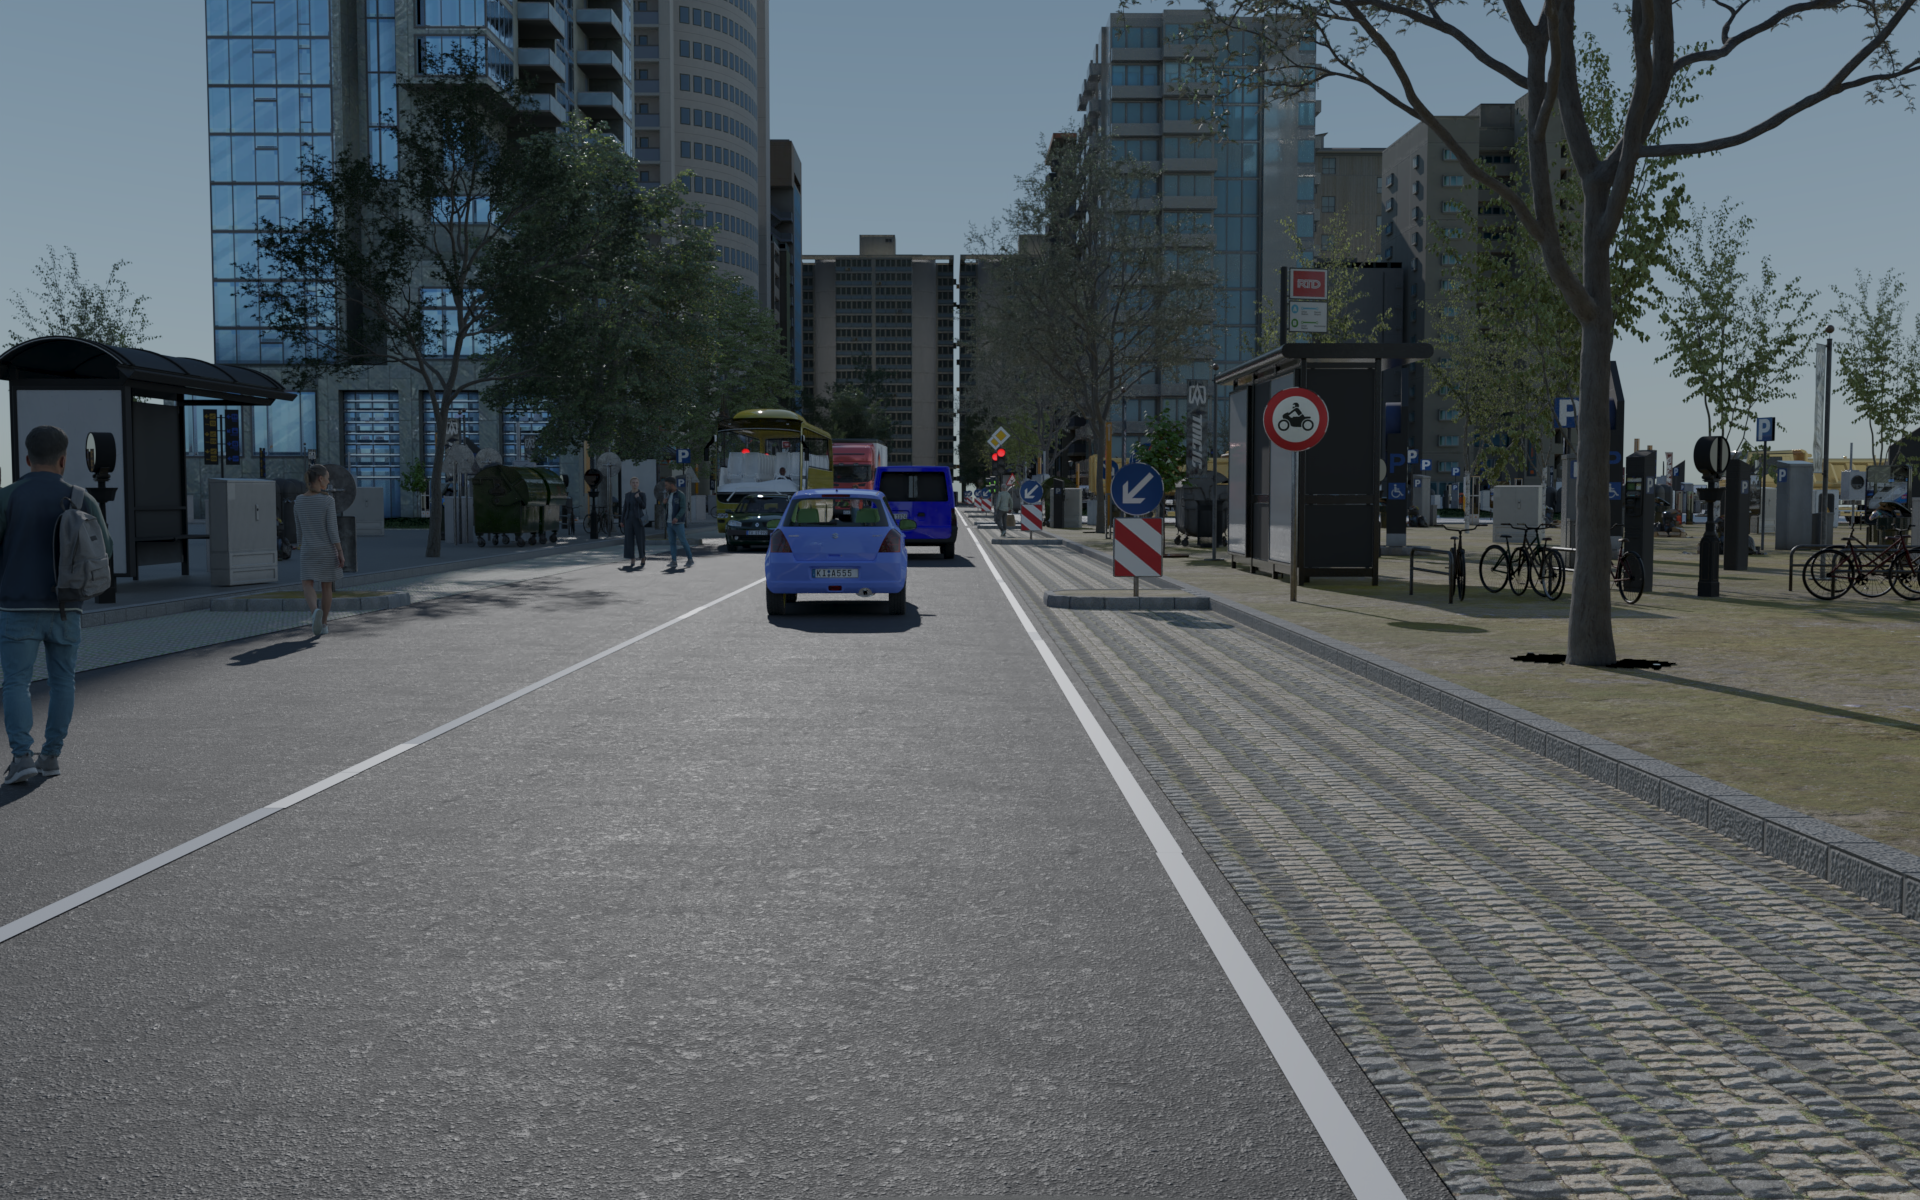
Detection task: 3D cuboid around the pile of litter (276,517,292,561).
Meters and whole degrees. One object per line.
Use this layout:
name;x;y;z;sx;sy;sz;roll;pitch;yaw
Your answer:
pile of litter;-13.521;-1.189;33.401;1.176;0.858;1.719;0;4;7

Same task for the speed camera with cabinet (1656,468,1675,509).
speed camera with cabinet;35.088;-5.614;86.118;0.660;3.252;2.038;2;4;32

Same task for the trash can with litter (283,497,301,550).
trash can with litter;-15.776;-1.767;39.946;1.678;1.210;2.233;2;4;34

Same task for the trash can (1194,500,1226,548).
trash can;5.969;-1.816;41.353;0.748;1.137;0.748;0;3;0

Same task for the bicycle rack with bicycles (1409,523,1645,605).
bicycle rack with bicycles;6.749;-0.482;21.256;2.852;0.926;2.925;0;4;1

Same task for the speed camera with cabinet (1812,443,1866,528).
speed camera with cabinet;33.568;-4.403;66.332;2.038;3.252;0.660;0;4;-6

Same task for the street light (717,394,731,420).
street light;-10.851;-6.541;79.739;0.468;5.910;1.993;0;4;0

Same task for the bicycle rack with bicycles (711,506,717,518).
bicycle rack with bicycles;-11.782;-4.801;91.877;2.925;0.926;2.852;0;4;0

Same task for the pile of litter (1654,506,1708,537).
pile of litter;21.011;-2.286;51.342;1.176;0.858;1.719;-3;5;-40

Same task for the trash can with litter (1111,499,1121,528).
trash can with litter;6.077;-3.358;66.286;0.624;1.170;1.055;-2;4;-31

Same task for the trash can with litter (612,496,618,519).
trash can with litter;-18.045;-4.859;90.835;0.624;1.170;1.055;-2;4;-34

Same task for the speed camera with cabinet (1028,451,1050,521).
speed camera with cabinet;4.179;-5.275;80.575;0.660;3.252;2.038;3;5;40

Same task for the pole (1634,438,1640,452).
pole;24.809;-4.264;63.563;0.158;3.312;0.155;0;3;0

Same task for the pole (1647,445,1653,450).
pole;28.771;-4.800;72.322;0.158;3.312;0.155;0;3;0

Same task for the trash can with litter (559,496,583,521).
trash can with litter;-19.014;-4.358;82.303;2.233;1.210;1.678;0;4;6

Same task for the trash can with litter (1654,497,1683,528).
trash can with litter;25.837;-3.175;63.297;1.055;1.170;0.624;0;4;-7

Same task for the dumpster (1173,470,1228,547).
dumpster;5.997;-2.271;42.894;1.264;1.857;1.865;0;4;0

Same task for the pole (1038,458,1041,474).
pole;4.434;-6.292;96.716;0.158;3.312;0.155;0;3;0

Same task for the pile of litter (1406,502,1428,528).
pile of litter;17.302;-3.230;66.780;1.719;0.858;1.176;0;4;-6

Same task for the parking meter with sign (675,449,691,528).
parking meter with sign;-10.650;-4.279;66.222;0.543;3.016;1.738;0;4;-3

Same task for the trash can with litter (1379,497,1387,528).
trash can with litter;16.023;-3.258;64.650;1.055;1.170;0.624;-3;5;-43

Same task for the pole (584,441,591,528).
pole;-14.040;-4.368;65.252;0.158;3.312;0.155;0;3;0

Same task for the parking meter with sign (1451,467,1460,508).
parking meter with sign;32.114;-7.102;112.378;0.543;3.016;1.738;1;4;19

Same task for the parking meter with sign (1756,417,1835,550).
parking meter with sign;19.092;-2.647;39.545;1.738;3.016;0.543;-1;4;-12

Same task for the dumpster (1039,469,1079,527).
dumpster;3.822;-3.980;67.573;1.502;2.255;1.985;0;4;0

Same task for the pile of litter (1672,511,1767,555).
pile of litter;16.262;-1.405;36.935;1.719;0.858;1.176;2;4;31

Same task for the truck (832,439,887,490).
truck;-5.358;-6.185;90.037;2.839;4.237;11.283;0;4;1

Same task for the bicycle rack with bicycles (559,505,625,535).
bicycle rack with bicycles;-11.719;-2.560;55.238;2.852;0.926;2.925;-2;4;-25

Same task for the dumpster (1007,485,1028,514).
dumpster;3.675;-6.474;111.614;1.264;1.857;1.865;0;4;0

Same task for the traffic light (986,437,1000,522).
traffic light;1.613;-5.546;79.606;0.839;4.253;0.868;0;4;0

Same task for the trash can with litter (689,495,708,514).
trash can with litter;-18.963;-7.045;126.241;2.233;1.210;1.678;-3;5;-43

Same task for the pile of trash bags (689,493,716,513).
pile of trash bags;-17.312;-6.675;118.889;1.912;1.369;3.447;-3;4;-36

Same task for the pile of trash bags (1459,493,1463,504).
pile of trash bags;42.111;-7.992;140.418;3.447;1.369;1.912;0;4;5

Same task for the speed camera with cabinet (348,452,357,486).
speed camera with cabinet;-29.186;-5.284;80.735;2.038;3.252;0.660;-1;4;-16

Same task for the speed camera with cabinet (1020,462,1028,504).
speed camera with cabinet;4.656;-6.717;104.155;2.038;3.252;0.660;1;4;16

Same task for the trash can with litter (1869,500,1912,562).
trash can with litter;17.800;-1.304;32.711;1.055;1.170;0.624;-1;4;-16

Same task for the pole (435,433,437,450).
pole;-17.328;-3.896;57.547;0.158;3.312;0.155;0;3;0

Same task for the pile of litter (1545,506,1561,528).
pile of litter;22.526;-3.158;65.595;1.176;0.858;1.719;3;4;36

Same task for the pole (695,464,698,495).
pole;-15.110;-6.452;99.328;0.158;3.312;0.155;0;3;0

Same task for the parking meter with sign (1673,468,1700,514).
parking meter with sign;47.938;-7.210;114.151;1.738;3.016;0.543;-1;4;-12

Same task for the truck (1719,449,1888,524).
truck;37.716;-4.905;76.119;9.791;3.379;3.469;0;3;0

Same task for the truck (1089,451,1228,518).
truck;10.546;-4.852;75.255;9.791;3.379;3.469;0;4;2

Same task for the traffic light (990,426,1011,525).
traffic light;1.674;-5.058;71.621;0.839;4.253;0.868;0;4;0

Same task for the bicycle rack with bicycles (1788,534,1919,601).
bicycle rack with bicycles;11.802;-0.506;21.653;2.925;0.926;2.852;1;4;11

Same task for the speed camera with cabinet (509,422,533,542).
speed camera with cabinet;-11.841;-3.219;46.965;0.660;3.252;2.038;-1;4;-9

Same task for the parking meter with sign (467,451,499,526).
parking meter with sign;-19.602;-4.518;70.134;1.738;3.016;0.543;-2;4;-31

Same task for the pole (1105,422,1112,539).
pole;4.227;-3.393;49.311;0.158;3.312;0.155;0;3;0

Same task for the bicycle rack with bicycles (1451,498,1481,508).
bicycle rack with bicycles;42.625;-8.238;148.070;2.852;0.926;2.925;3;4;38

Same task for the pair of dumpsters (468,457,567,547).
pair of dumpsters;-11.117;-2.514;43.590;1.574;2.255;4.437;0;4;0

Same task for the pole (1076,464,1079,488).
pole;7.880;-7.470;115.970;0.158;3.312;0.155;0;3;0

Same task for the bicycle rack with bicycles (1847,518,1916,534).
bicycle rack with bicycles;33.413;-2.952;61.654;2.852;0.926;2.925;3;5;39
